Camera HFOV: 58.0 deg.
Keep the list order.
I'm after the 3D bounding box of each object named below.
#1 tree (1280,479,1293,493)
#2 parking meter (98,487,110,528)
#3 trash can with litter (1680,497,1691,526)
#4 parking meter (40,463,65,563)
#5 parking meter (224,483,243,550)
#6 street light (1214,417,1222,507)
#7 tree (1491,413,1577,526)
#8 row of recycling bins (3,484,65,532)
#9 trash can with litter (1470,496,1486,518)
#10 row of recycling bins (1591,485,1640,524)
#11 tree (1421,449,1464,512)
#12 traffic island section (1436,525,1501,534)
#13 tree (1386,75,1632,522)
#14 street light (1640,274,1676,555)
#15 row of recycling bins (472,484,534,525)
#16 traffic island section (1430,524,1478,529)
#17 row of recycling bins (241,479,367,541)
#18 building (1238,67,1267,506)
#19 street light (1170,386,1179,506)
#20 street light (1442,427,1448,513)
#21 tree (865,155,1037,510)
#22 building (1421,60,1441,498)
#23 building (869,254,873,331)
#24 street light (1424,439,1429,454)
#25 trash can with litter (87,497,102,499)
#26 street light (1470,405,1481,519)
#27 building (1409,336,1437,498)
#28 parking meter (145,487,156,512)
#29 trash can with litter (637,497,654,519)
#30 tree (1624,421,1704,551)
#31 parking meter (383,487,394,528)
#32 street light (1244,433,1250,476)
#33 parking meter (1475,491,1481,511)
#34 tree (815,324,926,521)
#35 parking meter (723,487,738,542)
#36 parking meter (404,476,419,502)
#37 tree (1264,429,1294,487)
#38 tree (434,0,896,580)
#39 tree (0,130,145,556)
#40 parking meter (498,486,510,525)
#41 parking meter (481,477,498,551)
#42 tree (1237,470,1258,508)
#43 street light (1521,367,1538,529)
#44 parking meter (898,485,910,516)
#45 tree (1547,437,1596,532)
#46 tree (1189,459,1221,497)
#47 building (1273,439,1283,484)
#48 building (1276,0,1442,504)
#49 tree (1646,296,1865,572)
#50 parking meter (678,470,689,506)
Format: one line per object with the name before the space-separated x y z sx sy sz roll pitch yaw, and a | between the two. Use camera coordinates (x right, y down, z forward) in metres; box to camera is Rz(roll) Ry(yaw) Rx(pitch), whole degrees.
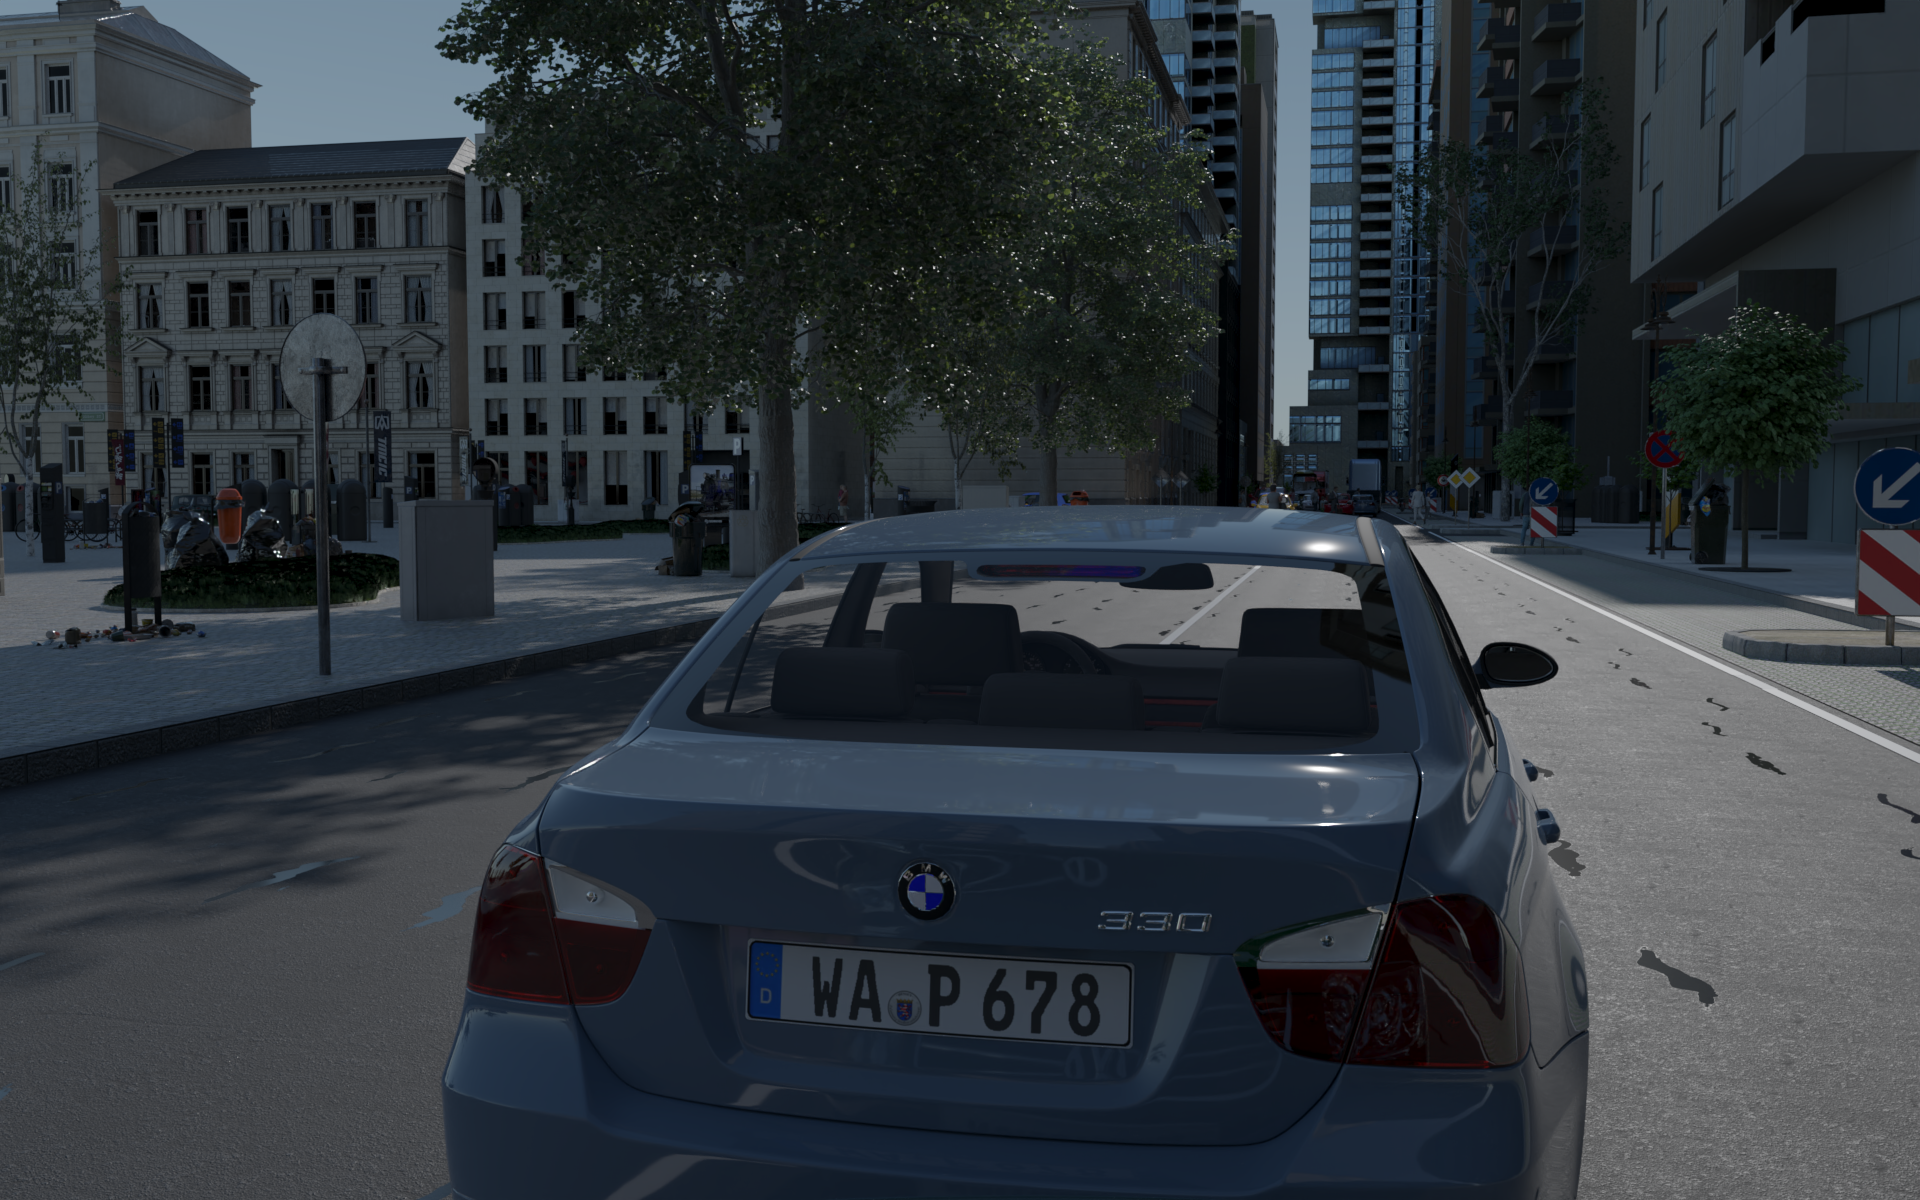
tree | 41.631 -13.818 220.528 1.663 3.219 1.824 0 3 0
parking meter | -32.421 -3.496 65.574 0.372 1.533 0.369 0 3 0
trash can with litter | 29.642 -3.608 70.372 0.624 1.170 1.055 0 4 0
parking meter | -16.949 -1.629 32.342 0.255 1.863 0.399 0 4 2
parking meter | -16.737 -1.927 39.913 0.372 1.533 0.369 0 3 0
street light | 15.110 -7.876 101.561 0.468 5.910 1.993 1 4 13
tree | 23.280 -5.290 70.204 4.285 4.588 4.351 0 3 0
row of recycling bins | -32.044 -3.173 58.985 3.534 1.692 1.069 1 4 16
trash can with litter | 27.500 -4.932 92.028 0.624 1.170 1.055 -2 4 -29
row of recycling bins | 28.846 -4.234 76.337 1.069 1.692 3.534 0 4 -4
tree | 35.253 -8.721 126.304 4.285 4.588 4.351 0 3 0
traffic island section | 18.789 -2.546 63.912 2.009 0.180 2.903 1 4 13
tree | 26.319 -13.659 79.221 12.611 20.169 13.585 0 3 0
street light | 14.666 -3.898 36.523 0.468 5.910 1.993 1 4 13
row of recycling bins | -18.292 -3.800 69.251 1.069 1.692 3.534 1 4 20
traffic island section | 20.532 -3.023 71.705 2.009 0.180 2.903 1 4 13
row of recycling bins | -18.063 -2.473 47.541 3.534 1.692 1.069 0 4 -1
building | 25.664 -32.839 187.026 14.600 45.320 14.200 1 4 13
street light | 9.099 -6.213 74.374 0.468 5.910 1.993 1 4 13
street light | 32.709 -8.807 116.789 0.468 5.910 1.993 1 4 13
tree | -0.069 -5.342 37.708 4.360 8.622 3.978 0 3 0
building | 57.685 -31.625 171.696 22.147 44.769 28.867 1 4 13
building | -10.627 -36.595 252.947 28.867 44.769 22.147 1 4 13
street light | 38.814 -10.473 144.023 0.468 5.910 1.993 1 4 13
trash can with litter | -20.011 -1.830 40.985 2.233 1.210 1.678 -3 5 -40
street light | 26.816 -7.186 90.279 0.468 5.910 1.993 1 4 13
building | 67.003 -21.750 200.650 27.650 21.520 28.899 1 4 13
parking meter | -30.574 -3.488 65.433 0.372 1.533 0.369 0 3 0
trash can with litter | -12.776 -3.617 70.522 0.624 1.170 1.055 2 4 24
tree | 16.367 -2.753 39.613 1.663 3.219 1.824 0 3 0
parking meter | -21.663 -3.498 65.599 0.372 1.533 0.369 0 3 0
street light | 21.226 -9.531 128.625 0.468 5.910 1.993 1 4 13
parking meter | 38.816 -7.425 129.808 0.372 1.533 0.369 0 3 0
tree | -3.318 -7.059 65.774 4.737 8.622 4.395 0 3 0
parking meter | -5.431 -1.994 41.015 0.372 1.533 0.369 0 3 0
parking meter | -17.489 -3.030 55.258 0.399 1.863 0.255 1 4 13
tree | 35.992 -15.096 197.175 4.360 8.622 3.978 0 3 0
tree | -2.348 -7.104 22.812 9.857 13.997 8.962 0 3 0
tree | -19.223 -5.223 35.766 4.360 8.622 3.978 0 3 0
parking meter | -14.888 -2.947 56.596 0.372 1.533 0.369 0 3 0
parking meter | -10.588 -2.033 38.948 0.255 1.863 0.399 0 4 5
tree | 22.893 -8.743 137.554 1.663 3.219 1.824 0 3 0
street light | 20.674 -5.518 63.007 0.468 5.910 1.993 1 4 13
parking meter | -1.646 -2.595 50.832 0.372 1.533 0.369 0 3 0
tree | 20.246 -3.891 58.222 1.663 3.219 1.824 0 3 0
tree | 13.448 -6.123 94.720 1.663 3.219 1.824 0 3 0
building | 31.822 -40.180 246.186 27.495 52.752 28.713 1 4 13
building | 59.690 -56.459 235.771 31.000 86.520 22.319 1 4 13
tree | 13.242 -2.764 28.910 4.285 4.588 4.351 0 3 0
parking meter | -6.330 -2.113 40.254 0.399 1.863 0.255 1 4 21
